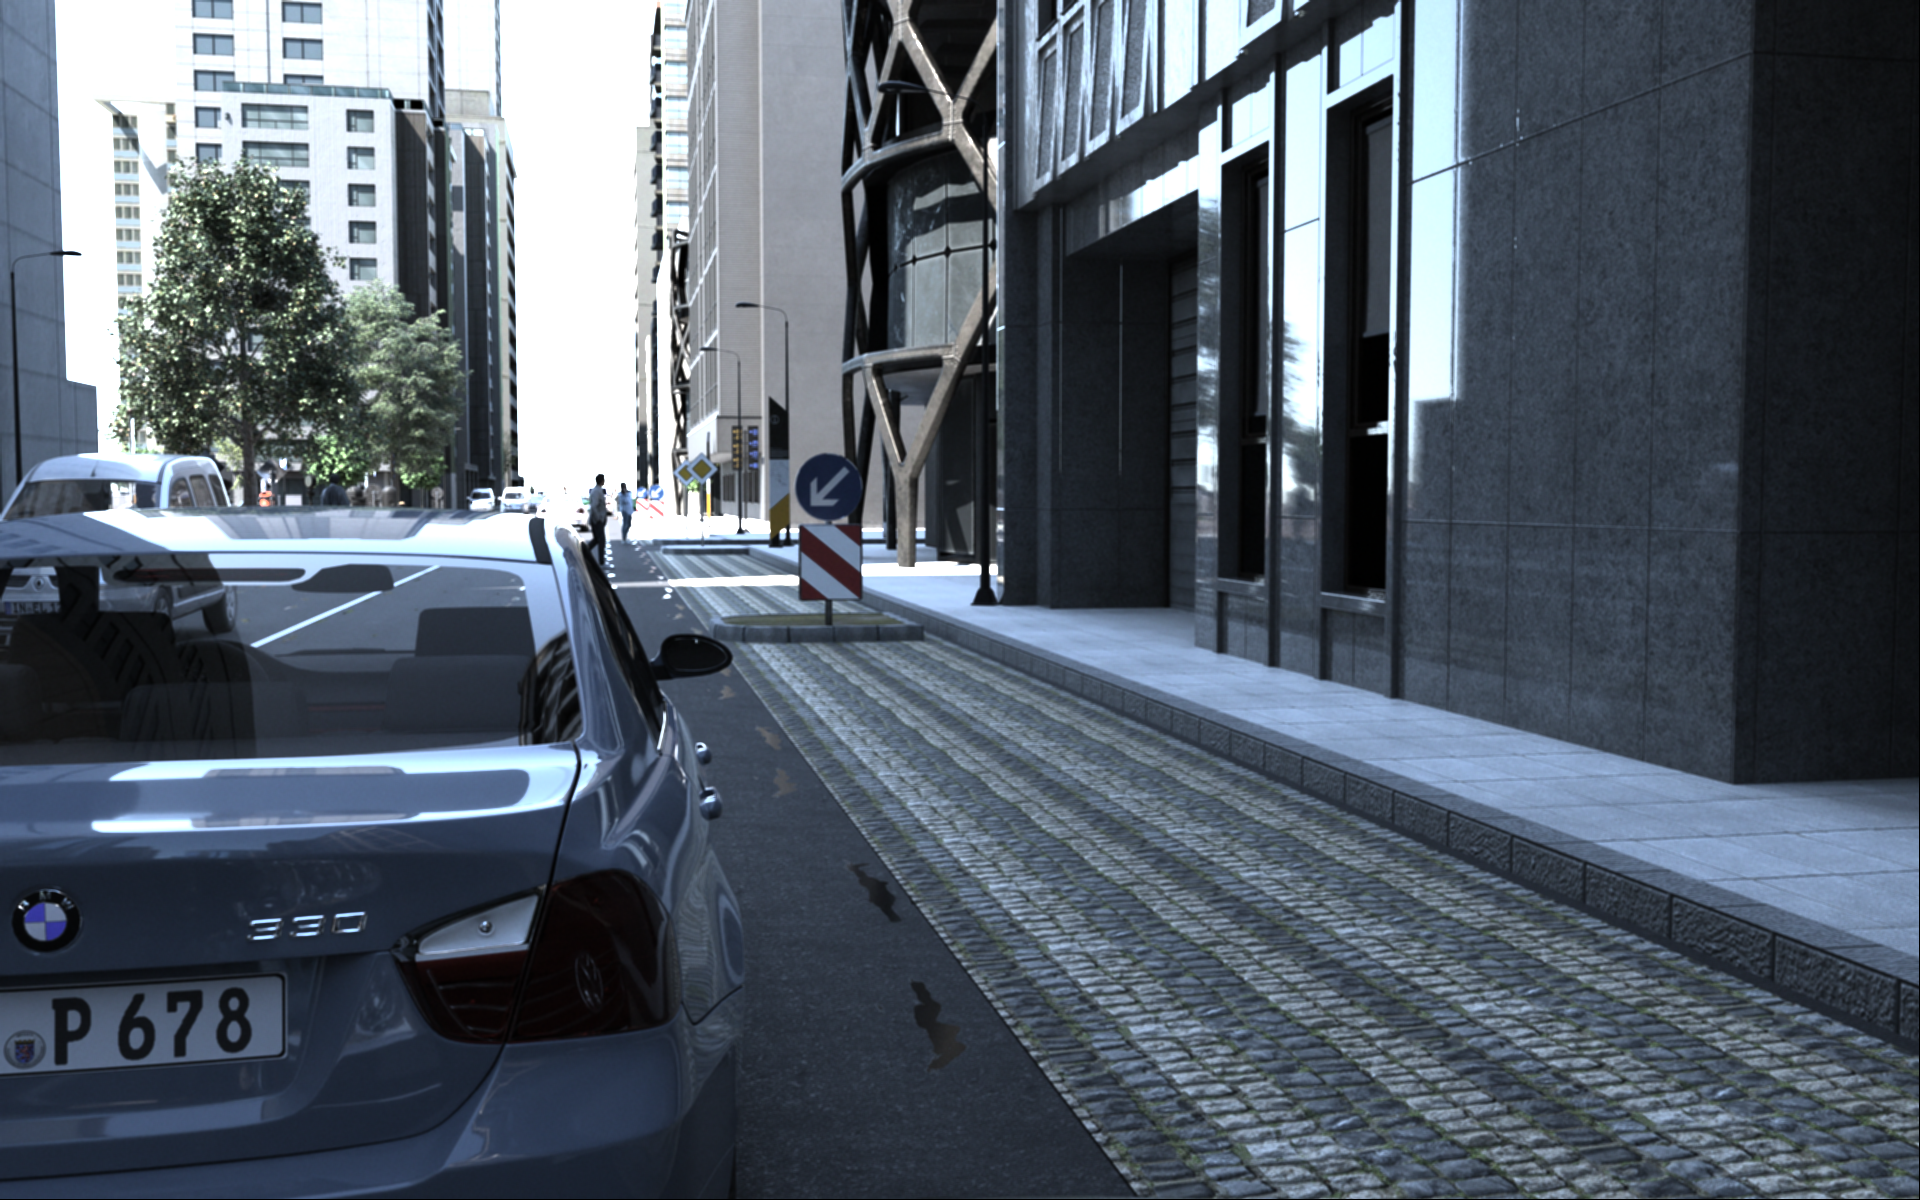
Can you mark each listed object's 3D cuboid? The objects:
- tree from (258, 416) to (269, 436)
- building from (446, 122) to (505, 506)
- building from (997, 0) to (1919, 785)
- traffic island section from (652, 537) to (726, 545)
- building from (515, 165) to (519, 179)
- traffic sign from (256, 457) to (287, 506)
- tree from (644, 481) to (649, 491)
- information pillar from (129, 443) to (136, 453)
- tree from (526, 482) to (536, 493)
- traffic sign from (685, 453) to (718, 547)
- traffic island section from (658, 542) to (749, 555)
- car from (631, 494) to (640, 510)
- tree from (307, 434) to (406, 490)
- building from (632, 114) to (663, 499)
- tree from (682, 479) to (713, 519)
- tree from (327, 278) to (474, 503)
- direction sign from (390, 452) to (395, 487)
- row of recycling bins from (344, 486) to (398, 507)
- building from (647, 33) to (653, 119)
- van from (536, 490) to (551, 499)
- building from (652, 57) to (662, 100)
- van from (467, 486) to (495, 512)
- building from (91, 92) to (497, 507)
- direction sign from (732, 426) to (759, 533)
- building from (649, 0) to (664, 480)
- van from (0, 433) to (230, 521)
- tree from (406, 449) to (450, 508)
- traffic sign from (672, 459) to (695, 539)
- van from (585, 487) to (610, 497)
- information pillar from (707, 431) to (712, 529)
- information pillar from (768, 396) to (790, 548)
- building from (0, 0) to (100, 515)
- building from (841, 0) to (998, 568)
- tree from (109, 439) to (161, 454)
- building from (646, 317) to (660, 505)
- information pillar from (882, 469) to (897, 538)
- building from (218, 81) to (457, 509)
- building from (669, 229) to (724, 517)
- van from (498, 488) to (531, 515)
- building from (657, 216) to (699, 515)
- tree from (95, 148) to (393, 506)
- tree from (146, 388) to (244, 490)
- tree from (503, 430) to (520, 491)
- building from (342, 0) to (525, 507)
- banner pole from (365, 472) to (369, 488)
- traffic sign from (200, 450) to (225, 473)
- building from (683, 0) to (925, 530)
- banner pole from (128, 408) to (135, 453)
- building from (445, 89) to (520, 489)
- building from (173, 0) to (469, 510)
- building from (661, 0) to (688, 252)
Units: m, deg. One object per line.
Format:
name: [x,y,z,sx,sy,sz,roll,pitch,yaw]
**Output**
tree: [-48.314,-10.159,116.468,4.737,8.622,4.395,0,3,0]
building: [-56.477,-30.638,184.521,14.154,41.232,14.086,-1,4,-12]
building: [8.313,-11.799,10.938,12.078,24.808,19.932,-1,4,-12]
traffic island section: [-7.836,-1.686,49.849,2.009,0.180,2.903,-1,4,-12]
building: [-79.642,-40.648,253.836,28.713,52.752,27.495,-1,4,-12]
traffic sign: [-18.875,-2.684,47.526,0.795,2.450,0.064,-1,4,-12]
tree: [-36.852,-12.991,207.007,1.663,3.219,1.824,0,3,0]
information pillar: [-37.095,-5.283,77.726,0.504,3.616,0.183,3,5,41]
tree: [-68.628,-17.279,277.109,1.663,3.219,1.824,0,3,0]
traffic sign: [-6.245,-2.343,41.946,0.795,2.450,0.064,-1,4,-12]
traffic island section: [-6.224,-1.208,42.028,2.009,0.180,2.903,-1,4,-12]
car: [-26.119,-7.886,137.736,1.959,1.807,4.718,-1,4,-12]
tree: [-28.923,-5.924,80.569,4.285,4.588,4.351,0,3,0]
building: [-30.254,-36.427,219.286,21.300,48.544,21.600,-1,4,-12]
tree: [-13.590,-5.767,88.889,1.663,3.219,1.824,0,3,0]
tree: [-33.229,-11.931,101.724,9.857,13.997,8.962,0,3,0]
direction sign: [-30.463,-6.180,93.041,0.379,3.537,0.876,0,4,-7]
row of recycling bins: [-30.616,-5.007,88.977,3.534,1.692,1.069,0,4,3]
building: [-40.135,-50.896,270.400,20.563,71.187,20.611,-1,4,-12]
van: [-45.210,-11.055,187.765,2.013,2.044,4.112,-1,4,-11]
building: [-34.158,-57.015,244.863,22.319,86.520,31.000,-1,4,-12]
van: [-34.997,-7.321,126.712,2.013,2.044,4.112,-1,4,-12]
building: [-61.157,-28.861,163.755,32.217,40.220,23.993,-1,4,-12]
direction sign: [-7.132,-4.011,57.572,0.876,3.537,0.379,-1,4,-15]
building: [-16.480,-30.686,156.338,22.147,44.769,28.867,-1,4,-12]
van: [-8.190,-0.590,16.654,2.013,2.044,4.112,-1,4,-10]
tree: [-35.548,-8.012,114.709,4.285,4.588,4.351,0,3,0]
traffic sign: [-7.857,-2.821,49.767,0.795,2.450,0.064,-1,4,-12]
van: [-33.086,-9.401,158.083,2.240,2.365,5.245,-1,4,-12]
information pillar: [-9.346,-4.469,64.427,0.183,3.616,0.504,0,4,-4]
information pillar: [-4.340,-3.065,41.467,0.504,3.616,0.183,0,4,-1]
building: [-27.425,-35.883,24.944,20.611,71.187,20.563,-1,4,-12]
building: [5.881,-10.250,35.045,16.820,18.784,16.811,-1,4,-12]
tree: [-48.869,-7.273,102.623,4.285,4.588,4.351,0,3,0]
building: [-19.213,-20.849,185.919,27.650,21.520,28.899,-1,4,-12]
information pillar: [-2.048,-2.807,50.385,0.304,2.012,0.304,2,4,28]
building: [-44.715,-21.668,125.981,14.160,30.474,14.107,-1,4,-12]
building: [-8.308,-14.242,100.316,16.820,18.784,16.811,-1,4,-12]
van: [-28.578,-6.374,111.222,2.013,2.044,4.112,-1,4,-12]
building: [-14.673,-15.986,116.118,10.420,20.320,16.860,-1,4,-12]
tree: [-23.931,-8.611,57.802,9.611,12.733,9.660,0,3,0]
tree: [-41.370,-8.663,91.997,4.737,8.622,4.395,0,3,0]
tree: [-51.913,-15.040,196.258,4.360,8.622,3.978,0,3,0]
building: [-69.213,-48.480,230.904,20.563,71.187,20.611,-1,4,-12]
banner pole: [-37.183,-7.254,108.612,0.401,3.779,0.863,-3,5,-39]
traffic sign: [-17.263,-2.206,39.705,0.795,2.450,0.064,-1,4,-12]
building: [-4.070,-17.180,74.408,14.314,27.812,24.014,-1,4,-12]
banner pole: [-24.123,-3.701,50.535,0.401,3.779,0.863,-2,4,-32]
building: [-65.288,-35.879,210.316,21.300,48.544,21.600,-1,4,-12]
building: [-50.777,-43.006,141.400,20.563,71.187,20.611,-1,4,-12]
building: [-15.985,-27.588,134.662,14.154,41.232,14.086,-1,4,-12]
